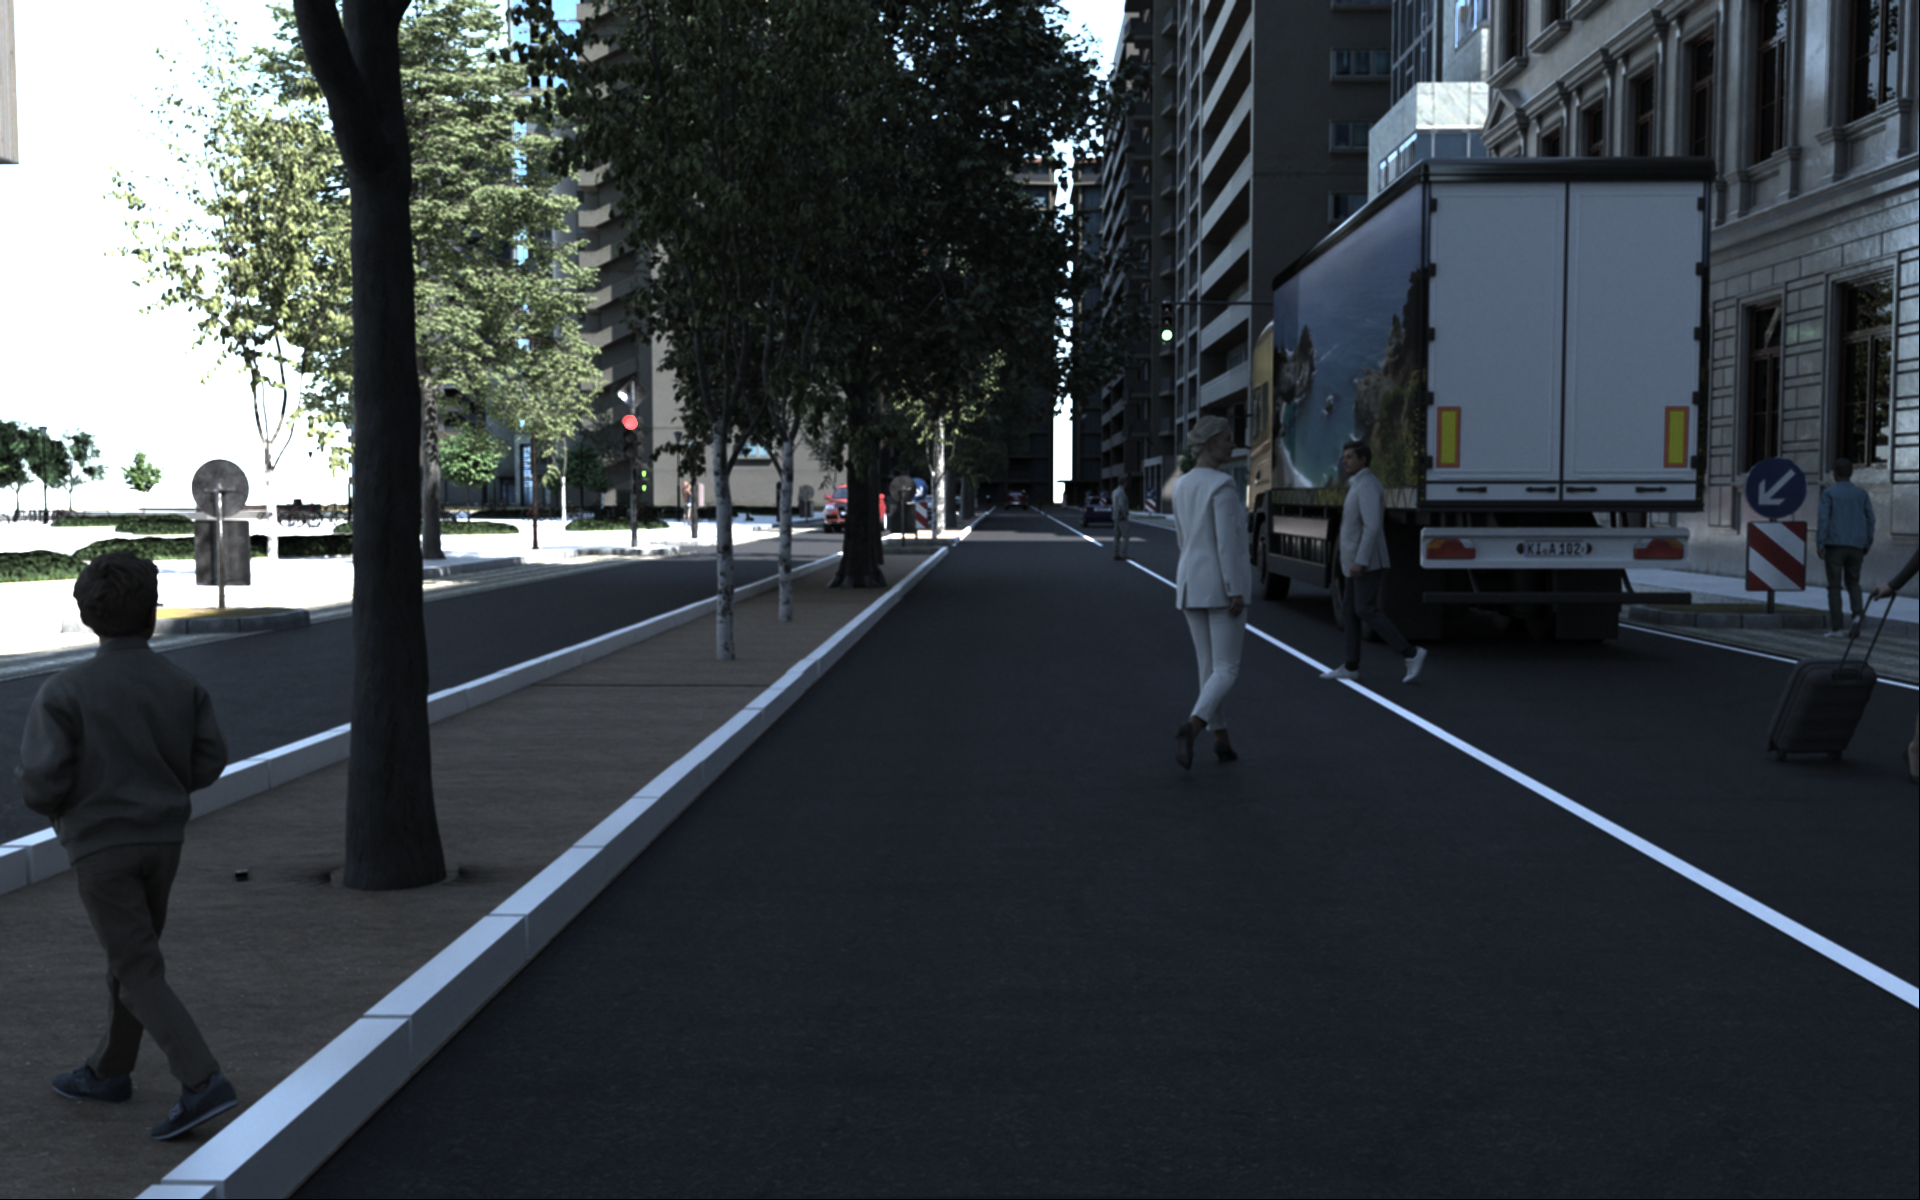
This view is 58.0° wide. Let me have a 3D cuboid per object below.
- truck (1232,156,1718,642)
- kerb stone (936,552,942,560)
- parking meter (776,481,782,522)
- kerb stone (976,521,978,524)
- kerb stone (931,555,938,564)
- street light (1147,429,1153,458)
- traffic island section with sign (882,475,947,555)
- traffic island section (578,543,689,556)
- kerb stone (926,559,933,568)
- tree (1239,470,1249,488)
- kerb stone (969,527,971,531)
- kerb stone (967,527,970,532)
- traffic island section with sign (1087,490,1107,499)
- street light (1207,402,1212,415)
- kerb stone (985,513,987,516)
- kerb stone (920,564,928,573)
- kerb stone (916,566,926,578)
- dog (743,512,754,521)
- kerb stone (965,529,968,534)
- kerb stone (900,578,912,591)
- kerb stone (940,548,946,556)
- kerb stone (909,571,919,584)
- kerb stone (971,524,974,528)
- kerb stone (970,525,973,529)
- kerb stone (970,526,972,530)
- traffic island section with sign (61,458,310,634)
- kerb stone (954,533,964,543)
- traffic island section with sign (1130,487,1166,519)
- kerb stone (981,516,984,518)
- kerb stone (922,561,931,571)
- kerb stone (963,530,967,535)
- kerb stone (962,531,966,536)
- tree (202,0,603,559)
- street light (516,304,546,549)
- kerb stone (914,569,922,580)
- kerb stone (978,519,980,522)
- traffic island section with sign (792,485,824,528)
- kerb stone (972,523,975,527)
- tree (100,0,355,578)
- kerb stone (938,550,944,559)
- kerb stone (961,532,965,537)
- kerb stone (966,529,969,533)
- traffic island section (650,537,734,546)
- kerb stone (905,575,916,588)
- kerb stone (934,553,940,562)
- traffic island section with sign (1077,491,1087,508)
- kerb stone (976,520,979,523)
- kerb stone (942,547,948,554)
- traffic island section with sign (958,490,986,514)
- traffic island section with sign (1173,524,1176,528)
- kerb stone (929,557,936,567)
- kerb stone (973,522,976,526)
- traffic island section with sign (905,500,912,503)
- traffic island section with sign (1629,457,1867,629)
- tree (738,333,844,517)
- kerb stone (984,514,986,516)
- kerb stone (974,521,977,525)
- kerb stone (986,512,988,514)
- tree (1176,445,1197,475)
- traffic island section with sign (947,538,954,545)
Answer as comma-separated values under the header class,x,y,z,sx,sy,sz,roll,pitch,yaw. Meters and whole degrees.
class,x,y,z,sx,sy,sz,roll,pitch,yaw
truck,5.172,-1.903,20.035,2.839,4.237,11.283,0,4,1
kerb stone,-0.504,-0.876,36.516,0.120,0.150,1.000,0,4,2
parking meter,-8.226,-4.500,79.279,0.255,1.863,0.399,1,4,13
kerb stone,0.594,-3.290,75.991,0.120,0.150,1.000,0,4,2
kerb stone,-0.560,-0.749,34.455,0.120,0.150,1.000,0,4,2
street light,13.573,-9.227,123.655,0.468,5.910,1.993,0,4,2
traffic island section with sign,-1.410,-2.047,41.613,2.006,1.907,1.989,0,4,2
traffic island section,-7.831,-1.179,41.558,2.009,0.180,2.903,0,4,2
kerb stone,-0.627,-0.624,32.401,0.120,0.150,1.000,0,4,2
tree,12.707,-4.750,72.268,1.663,3.219,1.824,0,3,0
kerb stone,0.224,-2.476,62.679,0.120,0.150,1.000,0,4,2
kerb stone,0.203,-2.412,61.655,0.120,0.150,1.000,0,4,2
traffic island section with sign,12.284,-8.694,150.775,1.989,1.847,2.006,0,4,2
street light,12.465,-6.966,86.679,0.468,5.910,1.993,0,4,2
kerb stone,1.375,-4.986,103.717,0.120,0.150,1.000,0,4,2
kerb stone,-0.686,-0.499,30.358,0.120,0.150,1.000,0,4,2
kerb stone,-0.709,-0.437,29.336,0.120,0.150,1.000,0,4,2
dog,-10.038,-3.941,82.166,0.550,0.427,0.748,0,4,-7
kerb stone,0.108,-2.223,58.575,0.120,0.150,1.000,0,4,2
kerb stone,-0.825,-0.187,25.246,0.120,0.150,1.000,0,4,2
kerb stone,-0.445,-1.001,38.562,0.120,0.150,1.000,0,4,2
kerb stone,-0.765,-0.312,27.293,0.120,0.150,1.000,0,4,2
kerb stone,0.366,-2.789,67.790,0.120,0.150,1.000,0,4,2
kerb stone,0.309,-2.656,65.746,0.120,0.150,1.000,0,4,2
kerb stone,0.288,-2.601,64.722,0.120,0.150,1.000,0,4,2
traffic island section with sign,-8.149,-0.607,18.556,1.989,1.847,2.006,0,4,2
kerb stone,-0.033,-1.911,53.442,0.120,0.150,1.000,0,4,2
traffic island section with sign,10.883,-5.625,100.593,1.989,1.847,2.006,0,4,2
kerb stone,1.055,-4.296,92.436,0.120,0.150,1.000,0,4,2
kerb stone,-0.653,-0.561,31.379,0.120,0.150,1.000,0,4,2
kerb stone,0.077,-2.163,57.553,0.120,0.150,1.000,0,4,2
kerb stone,0.024,-2.037,55.495,0.120,0.150,1.000,0,4,2
tree,-10.818,-7.068,33.694,7.486,12.596,7.792,0,3,0
street light,-9.856,-4.112,40.021,0.468,5.910,1.993,0,4,2
kerb stone,-0.743,-0.370,28.315,0.120,0.150,1.000,0,4,2
kerb stone,0.741,-3.603,81.110,0.120,0.150,1.000,0,4,2
traffic island section with sign,-6.582,-4.029,74.498,1.989,1.847,2.006,0,4,2
kerb stone,0.425,-2.914,69.835,0.120,0.150,1.000,0,4,2
tree,-10.440,-4.620,25.894,4.737,8.622,4.395,0,3,0
kerb stone,-0.478,-0.939,37.540,0.120,0.150,1.000,0,4,2
kerb stone,-0.010,-1.971,54.464,0.120,0.150,1.000,0,4,2
kerb stone,0.142,-2.288,59.607,0.120,0.150,1.000,0,4,2
traffic island section,-7.607,-1.667,49.540,2.009,0.180,2.903,0,4,2
kerb stone,-0.794,-0.249,26.268,0.120,0.150,1.000,0,4,2
kerb stone,-0.537,-0.813,35.487,0.120,0.150,1.000,0,4,2
traffic island section with sign,13.064,-10.390,178.503,1.989,1.847,2.006,0,4,2
kerb stone,0.654,-3.415,78.036,0.120,0.150,1.000,0,4,2
kerb stone,-0.421,-1.064,39.588,0.120,0.150,1.000,0,4,2
traffic island section with sign,0.901,-7.094,124.126,2.006,1.907,1.989,0,4,2
traffic island section with sign,10.116,-3.977,73.649,1.989,1.847,2.006,0,4,2
kerb stone,-0.599,-0.683,33.429,0.120,0.150,1.000,0,4,2
kerb stone,0.512,-3.101,72.915,0.120,0.150,1.000,0,4,2
traffic island section with sign,-4.420,-8.749,151.668,1.989,1.847,2.006,0,4,2
traffic island section with sign,8.597,-0.648,19.217,1.989,1.847,2.006,0,4,2
tree,-9.686,-10.398,95.755,9.928,11.665,9.643,0,3,0
kerb stone,1.261,-4.735,99.619,0.120,0.150,1.000,0,4,2
kerb stone,0.567,-3.224,74.963,0.120,0.150,1.000,0,4,2
kerb stone,1.518,-5.297,108.841,0.120,0.150,1.000,0,4,2
tree,14.090,-7.097,99.755,4.285,4.588,4.351,0,3,0
traffic island section with sign,-1.193,-2.500,49.017,2.006,1.907,1.989,0,4,2
